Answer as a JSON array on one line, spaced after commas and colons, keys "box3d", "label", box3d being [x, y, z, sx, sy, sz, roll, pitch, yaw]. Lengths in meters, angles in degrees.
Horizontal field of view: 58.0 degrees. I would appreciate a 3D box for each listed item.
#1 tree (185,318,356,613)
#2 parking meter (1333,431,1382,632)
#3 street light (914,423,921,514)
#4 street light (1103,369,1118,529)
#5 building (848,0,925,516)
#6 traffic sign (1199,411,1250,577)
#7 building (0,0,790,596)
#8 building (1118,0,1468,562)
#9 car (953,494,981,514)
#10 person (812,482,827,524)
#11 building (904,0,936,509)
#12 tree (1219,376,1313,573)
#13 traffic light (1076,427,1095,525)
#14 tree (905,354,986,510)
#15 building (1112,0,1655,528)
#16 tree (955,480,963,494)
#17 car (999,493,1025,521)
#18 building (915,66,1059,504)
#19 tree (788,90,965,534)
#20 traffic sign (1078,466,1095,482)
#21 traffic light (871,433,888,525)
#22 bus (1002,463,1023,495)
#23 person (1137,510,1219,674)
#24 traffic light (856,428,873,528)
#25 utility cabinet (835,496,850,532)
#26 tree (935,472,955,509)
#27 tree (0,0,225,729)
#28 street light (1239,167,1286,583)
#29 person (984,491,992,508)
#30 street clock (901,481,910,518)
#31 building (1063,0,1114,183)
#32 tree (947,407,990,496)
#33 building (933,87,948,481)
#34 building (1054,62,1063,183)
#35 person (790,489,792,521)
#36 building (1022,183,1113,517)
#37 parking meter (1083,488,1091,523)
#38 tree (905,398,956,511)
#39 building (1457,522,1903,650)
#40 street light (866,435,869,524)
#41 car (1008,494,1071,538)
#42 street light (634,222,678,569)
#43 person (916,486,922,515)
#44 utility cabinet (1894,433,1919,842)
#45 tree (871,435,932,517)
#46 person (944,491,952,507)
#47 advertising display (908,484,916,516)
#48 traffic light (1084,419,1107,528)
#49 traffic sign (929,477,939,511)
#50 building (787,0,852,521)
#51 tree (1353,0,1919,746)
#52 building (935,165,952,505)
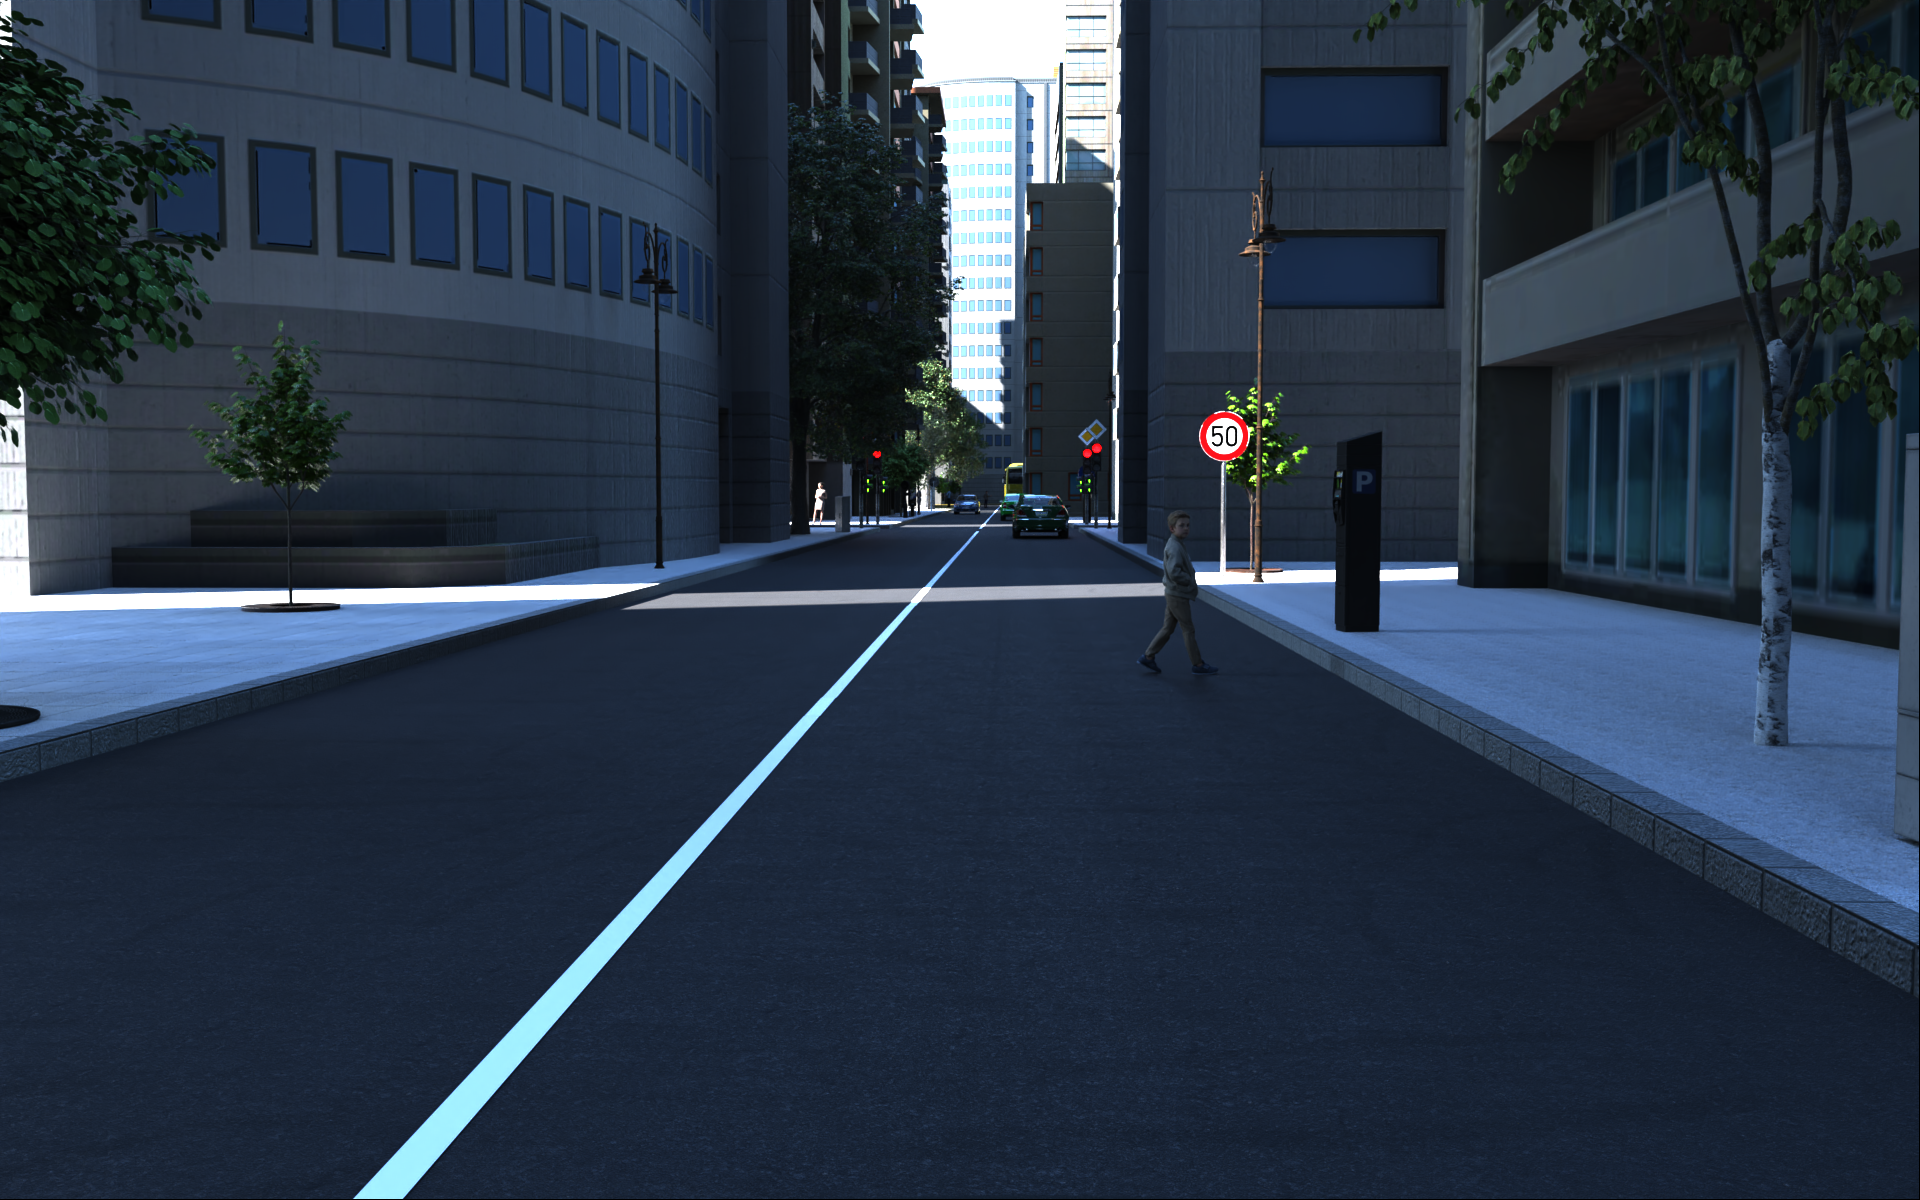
[{"box3d": [-7.471, -1.509, 19.282, 1.663, 3.219, 1.824, 0, 3, 0], "label": "tree"}, {"box3d": [3.703, -0.639, 16.164, 0.399, 1.863, 0.255, -1, 4, -8], "label": "parking meter"}, {"box3d": [-2.722, -8.577, 113.015, 0.468, 5.910, 1.993, 0, 4, 2], "label": "street light"}, {"box3d": [5.552, -5.590, 64.177, 0.468, 5.910, 1.993, 0, 4, 2], "label": "street light"}, {"box3d": [-13.699, -27.998, 112.400, 22.147, 44.769, 28.867, 0, 4, 2], "label": "building"}, {"box3d": [4.062, -1.626, 26.691, 0.768, 2.556, 0.104, 0, 4, 3], "label": "traffic sign"}, {"box3d": [-15.754, -30.096, 34.067, 21.231, 58.520, 28.212, 0, 4, 2], "label": "building"}, {"box3d": [14.764, -30.752, 44.801, 21.231, 58.520, 28.212, 0, 4, 2], "label": "building"}, {"box3d": [0.520, -6.816, 123.438, 2.014, 1.417, 4.499, 0, 4, 3], "label": "car"}, {"box3d": [-5.976, -4.108, 73.549, 0.599, 1.781, 0.374, 1, 4, 16], "label": "person"}, {"box3d": [-12.703, -43.979, 157.314, 20.563, 71.187, 20.611, 0, 4, 2], "label": "building"}, {"box3d": [4.933, -2.068, 28.421, 1.663, 3.219, 1.824, 0, 3, 0], "label": "tree"}, {"box3d": [5.306, -5.122, 72.664, 0.839, 4.253, 0.868, 0, 4, 2], "label": "traffic light"}, {"box3d": [-2.646, -13.773, 142.203, 9.611, 12.733, 9.660, 0, 3, 0], "label": "tree"}, {"box3d": [18.027, -27.990, 81.340, 21.600, 48.544, 21.300, 0, 4, 2], "label": "building"}, {"box3d": [-0.495, -11.534, 183.178, 1.663, 3.219, 1.824, 0, 3, 0], "label": "tree"}, {"box3d": [3.107, -5.226, 94.239, 1.959, 1.807, 4.718, 0, 4, 2], "label": "car"}, {"box3d": [5.651, -42.818, 242.074, 28.212, 58.520, 21.231, 0, 4, 2], "label": "building"}, {"box3d": [-5.004, -9.069, 54.929, 9.857, 13.997, 8.962, 0, 3, 0], "label": "tree"}, {"box3d": [5.503, -4.583, 75.032, 0.768, 2.556, 0.104, 1, 4, 10], "label": "traffic sign"}, {"box3d": [-3.452, -5.137, 72.905, 0.839, 4.253, 0.868, 0, 4, 2], "label": "traffic light"}, {"box3d": [4.863, -8.954, 137.948, 2.896, 3.916, 12.252, 0, 4, 1], "label": "bus"}, {"box3d": [1.735, -0.064, 13.827, 0.640, 1.303, 0.475, 0, 4, -4], "label": "person"}, {"box3d": [-3.687, -4.649, 64.924, 0.839, 4.253, 0.868, 0, 4, 2], "label": "traffic light"}, {"box3d": [-3.980, -2.901, 58.591, 0.306, 1.237, 1.020, -1, 4, -18], "label": "utility cabinet"}, {"box3d": [-1.590, -9.515, 150.165, 1.663, 3.219, 1.824, 0, 3, 0], "label": "tree"}, {"box3d": [-5.996, -1.578, 9.509, 4.285, 4.588, 4.351, 0, 3, 0], "label": "tree"}, {"box3d": [4.329, -3.191, 24.965, 0.468, 5.910, 1.993, 0, 4, 2], "label": "street light"}, {"box3d": [2.858, -10.394, 178.979, 0.750, 1.759, 0.617, -2, 4, -25], "label": "person"}, {"box3d": [-2.935, -5.425, 93.275, 0.471, 2.002, 0.358, 1, 4, 22], "label": "street clock"}, {"box3d": [15.289, -27.920, 140.083, 14.154, 41.232, 14.086, 0, 4, 2], "label": "building"}, {"box3d": [-0.187, -17.019, 204.018, 9.928, 11.665, 9.643, 0, 3, 0], "label": "tree"}, {"box3d": [-12.642, -32.362, 183.748, 22.147, 44.769, 28.867, 0, 4, 2], "label": "building"}, {"box3d": [21.039, -34.452, 186.988, 21.300, 48.544, 21.600, 0, 4, 2], "label": "building"}, {"box3d": [-6.959, -4.065, 72.475, 0.822, 1.834, 0.622, -2, 4, -33], "label": "person"}, {"box3d": [17.929, -16.241, 110.572, 27.650, 21.520, 28.899, 0, 4, 2], "label": "building"}, {"box3d": [5.674, -4.217, 77.352, 0.372, 1.533, 0.369, 0, 3, 0], "label": "parking meter"}, {"box3d": [-2.436, -11.137, 132.458, 4.360, 8.622, 3.978, 0, 3, 0], "label": "tree"}, {"box3d": [17.355, -23.760, 12.170, 21.300, 48.544, 21.600, 0, 4, 2], "label": "building"}, {"box3d": [-3.956, -6.182, 73.860, 0.468, 5.910, 1.993, 0, 4, 2], "label": "street light"}, {"box3d": [2.652, -2.800, 57.575, 2.131, 1.459, 4.920, 0, 4, 1], "label": "car"}, {"box3d": [-5.185, -3.481, 29.703, 0.468, 5.910, 1.993, 0, 4, 2], "label": "street light"}, {"box3d": [-2.546, -6.096, 106.055, 0.374, 1.781, 0.599, 1, 4, 19], "label": "person"}, {"box3d": [3.627, 0.175, 5.820, 0.318, 1.500, 1.173, 0, 4, 1], "label": "utility cabinet"}, {"box3d": [-3.255, -6.874, 96.109, 4.285, 4.588, 4.351, 0, 3, 0], "label": "tree"}, {"box3d": [-1.116, -9.883, 167.616, 0.705, 1.826, 1.348, 2, 4, 29], "label": "person"}, {"box3d": [-2.756, -5.793, 99.932, 0.123, 1.923, 0.974, 1, 4, 22], "label": "advertising display"}, {"box3d": [5.071, -4.634, 64.682, 0.839, 4.253, 0.868, 0, 4, 2], "label": "traffic light"}, {"box3d": [-1.927, -7.847, 128.408, 0.768, 2.556, 0.104, 0, 4, 6], "label": "traffic sign"}, {"box3d": [-12.896, -19.062, 83.367, 14.160, 30.474, 14.107, 0, 4, 2], "label": "building"}, {"box3d": [3.930, -3.560, 8.569, 4.737, 8.622, 4.395, 0, 3, 0], "label": "tree"}, {"box3d": [-8.032, -32.605, 216.681, 14.086, 41.232, 14.154, 0, 4, 2], "label": "building"}]
